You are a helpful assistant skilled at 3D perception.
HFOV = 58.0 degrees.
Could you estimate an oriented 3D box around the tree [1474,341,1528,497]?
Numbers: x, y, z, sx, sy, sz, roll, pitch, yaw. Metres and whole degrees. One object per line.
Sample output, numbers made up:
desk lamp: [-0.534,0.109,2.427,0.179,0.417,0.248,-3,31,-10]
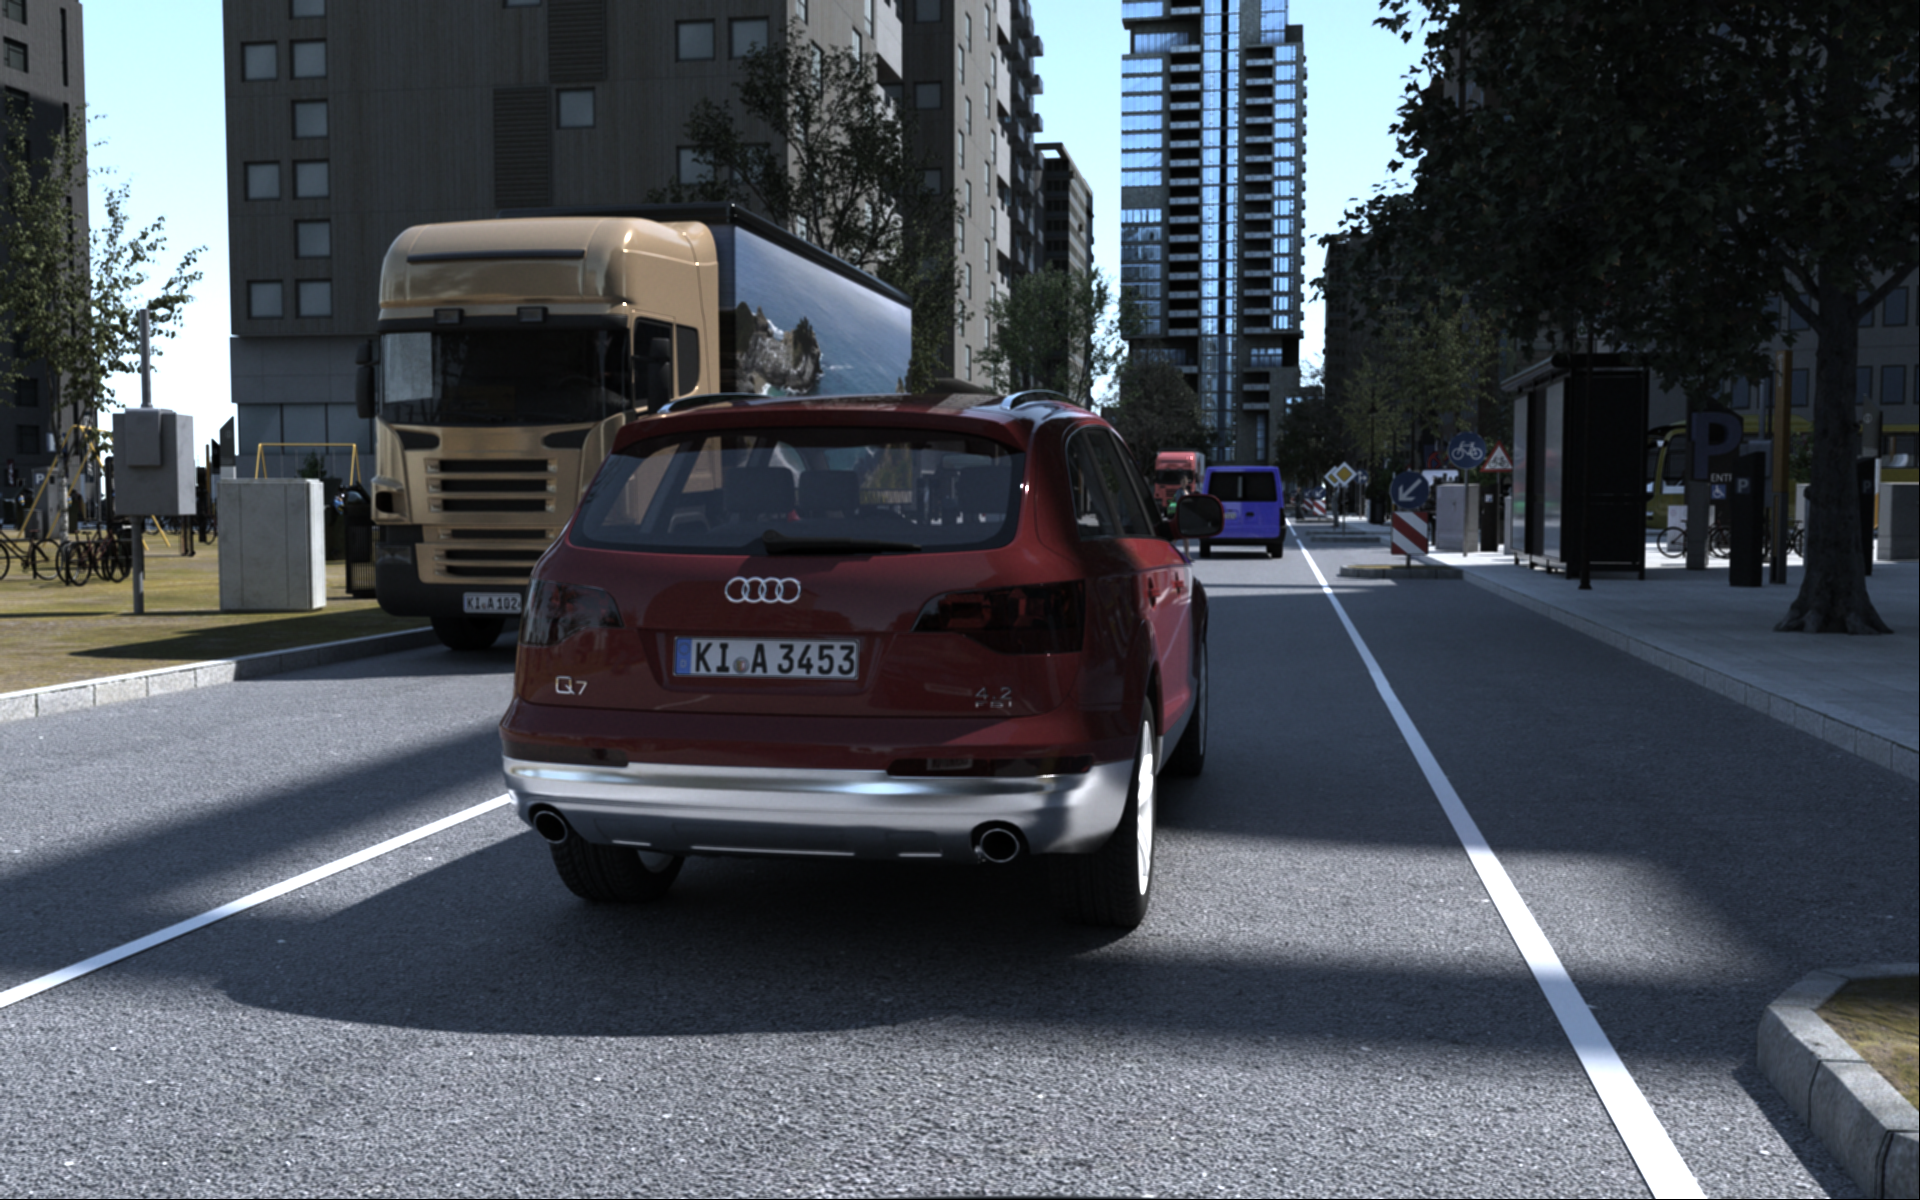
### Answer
tree: [26.107,-8.033,81.703,4.360,8.622,3.978,0,3,0]

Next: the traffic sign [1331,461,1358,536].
traffic sign: [11.705,-3.007,52.799,0.795,2.450,0.064,1,4,10]

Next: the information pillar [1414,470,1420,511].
information pillar: [14.127,-2.982,53.243,0.304,2.012,0.304,-2,4,-27]

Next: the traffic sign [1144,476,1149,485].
traffic sign: [12.948,-7.463,122.125,0.768,2.556,0.104,1,4,17]

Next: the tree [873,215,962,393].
tree: [-1.773,-5.818,45.482,4.737,8.622,4.395,0,3,0]

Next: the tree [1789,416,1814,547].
tree: [20.885,-2.912,42.214,1.663,3.219,1.824,0,3,0]

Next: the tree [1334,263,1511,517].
tree: [13.217,-5.947,47.593,4.737,8.622,4.395,0,3,0]

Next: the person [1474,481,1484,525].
person: [16.400,-2.853,55.051,0.656,1.842,0.836,1,4,19]

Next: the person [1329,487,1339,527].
person: [16.289,-4.089,75.532,0.466,1.800,0.511,-1,4,-13]

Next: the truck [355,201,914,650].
truck: [-2.922,-1.846,19.095,2.839,4.237,11.283,1,4,11]

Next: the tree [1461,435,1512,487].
tree: [29.468,-6.891,96.374,4.285,4.588,4.351,0,3,0]

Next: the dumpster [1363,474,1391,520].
dumpster: [20.574,-5.035,84.821,1.502,2.255,1.985,1,4,10]

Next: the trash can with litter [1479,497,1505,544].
trash can with litter: [13.962,-2.019,44.402,1.055,1.170,0.624,-2,4,-26]

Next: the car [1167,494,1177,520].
car: [12.450,-5.303,95.505,1.959,1.807,4.718,1,4,12]

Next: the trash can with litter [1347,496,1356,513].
trash can with litter: [26.456,-6.413,116.234,0.624,1.170,1.055,-3,4,-36]

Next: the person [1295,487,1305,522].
person: [17.443,-4.900,89.039,0.534,1.772,0.576,-1,4,-16]

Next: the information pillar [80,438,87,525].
information pillar: [-36.215,-4.904,71.528,0.183,3.616,0.504,-3,4,-38]

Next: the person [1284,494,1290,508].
person: [34.300,-10.696,183.477,1.348,1.812,0.705,0,4,5]

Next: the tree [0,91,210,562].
tree: [-16.728,-5.027,32.552,4.737,8.622,4.395,0,3,0]

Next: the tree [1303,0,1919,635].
tree: [8.066,-6.049,15.903,9.611,12.733,9.660,0,3,0]

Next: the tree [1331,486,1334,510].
tree: [30.937,-9.029,142.218,1.663,3.219,1.824,0,3,0]

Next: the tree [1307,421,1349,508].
tree: [35.083,-13.118,164.848,4.360,8.622,3.978,0,3,0]

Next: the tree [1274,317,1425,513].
tree: [26.637,-12.693,117.898,12.009,13.543,11.850,0,3,0]

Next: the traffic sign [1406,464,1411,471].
traffic sign: [19.429,-4.585,74.973,0.884,2.594,0.081,1,4,11]

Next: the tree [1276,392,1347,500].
tree: [35.566,-15.169,173.760,9.928,11.665,9.643,0,3,0]

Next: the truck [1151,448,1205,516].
truck: [13.771,-7.314,108.504,2.839,4.237,11.283,1,4,11]

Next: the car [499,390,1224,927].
car: [-0.055,0.076,7.423,2.281,1.827,5.304,1,4,11]

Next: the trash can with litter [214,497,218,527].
trash can with litter: [-28.991,-3.476,68.226,0.624,1.170,1.055,-2,4,-34]

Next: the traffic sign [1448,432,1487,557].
traffic sign: [10.349,-2.159,35.399,0.768,2.556,0.104,1,4,17]

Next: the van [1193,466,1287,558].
van: [6.567,-2.216,40.610,2.240,2.365,5.245,1,4,8]

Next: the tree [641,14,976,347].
tree: [-3.420,-6.143,34.856,8.767,10.594,7.601,1,4,19]

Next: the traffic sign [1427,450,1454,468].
traffic sign: [14.037,-3.090,50.632,0.768,2.556,0.104,1,4,14]

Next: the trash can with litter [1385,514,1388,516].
trash can with litter: [24.615,-5.485,100.731,2.233,1.210,1.678,0,4,0]

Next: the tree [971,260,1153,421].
tree: [4.327,-9.171,75.709,9.928,11.665,9.643,0,3,0]

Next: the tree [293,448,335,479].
tree: [-26.937,-4.768,72.554,1.663,3.219,1.824,0,3,0]

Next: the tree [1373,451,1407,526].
tree: [17.765,-4.642,70.492,1.663,3.219,1.824,0,3,0]

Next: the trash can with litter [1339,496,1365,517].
trash can with litter: [22.712,-5.375,98.945,2.233,1.210,1.678,0,4,-3]

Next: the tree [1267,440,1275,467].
tree: [41.172,-17.651,205.607,9.611,12.733,9.660,0,3,0]

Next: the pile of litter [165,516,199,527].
pile of litter: [-30.890,-3.349,68.724,1.176,0.858,1.719,2,4,29]

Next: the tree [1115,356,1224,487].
tree: [16.436,-13.855,143.533,9.611,12.733,9.660,0,3,0]

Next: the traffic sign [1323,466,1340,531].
traffic sign: [13.118,-3.487,60.659,0.795,2.450,0.064,1,4,10]

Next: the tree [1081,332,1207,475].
tree: [13.781,-13.487,130.877,12.009,13.543,11.850,0,3,0]

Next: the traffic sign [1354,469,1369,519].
traffic sign: [20.399,-5.385,88.145,0.768,2.556,0.104,1,4,17]

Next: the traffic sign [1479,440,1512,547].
traffic sign: [12.965,-2.552,41.730,0.884,2.594,0.081,1,4,16]

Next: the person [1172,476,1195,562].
person: [4.689,-1.723,36.694,0.581,1.822,0.654,-3,5,-39]

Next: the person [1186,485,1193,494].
person: [9.254,-3.716,69.604,0.721,1.781,0.623,-2,4,-25]

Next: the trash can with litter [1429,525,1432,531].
trash can with litter: [16.461,-3.013,60.318,1.678,1.210,2.233,2,4,32]
